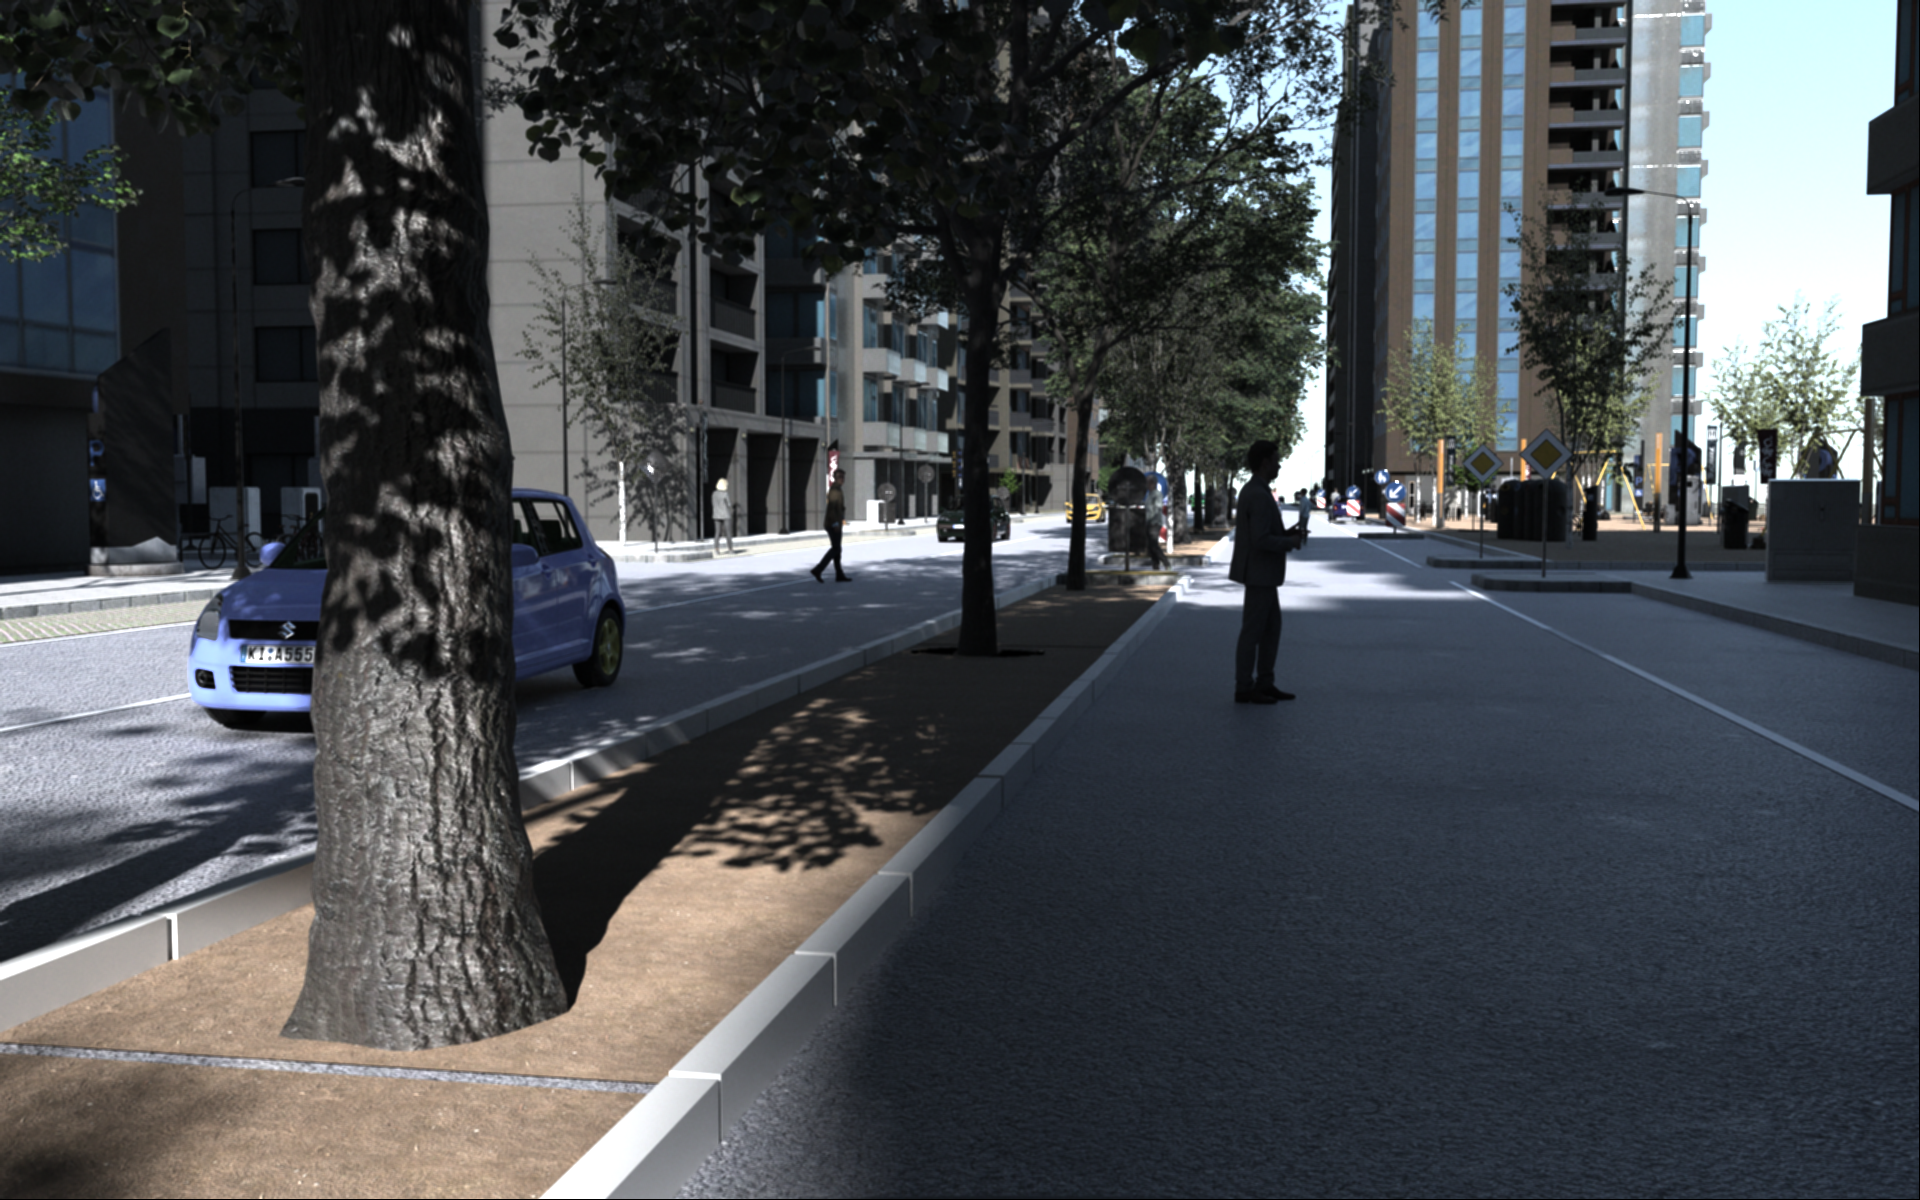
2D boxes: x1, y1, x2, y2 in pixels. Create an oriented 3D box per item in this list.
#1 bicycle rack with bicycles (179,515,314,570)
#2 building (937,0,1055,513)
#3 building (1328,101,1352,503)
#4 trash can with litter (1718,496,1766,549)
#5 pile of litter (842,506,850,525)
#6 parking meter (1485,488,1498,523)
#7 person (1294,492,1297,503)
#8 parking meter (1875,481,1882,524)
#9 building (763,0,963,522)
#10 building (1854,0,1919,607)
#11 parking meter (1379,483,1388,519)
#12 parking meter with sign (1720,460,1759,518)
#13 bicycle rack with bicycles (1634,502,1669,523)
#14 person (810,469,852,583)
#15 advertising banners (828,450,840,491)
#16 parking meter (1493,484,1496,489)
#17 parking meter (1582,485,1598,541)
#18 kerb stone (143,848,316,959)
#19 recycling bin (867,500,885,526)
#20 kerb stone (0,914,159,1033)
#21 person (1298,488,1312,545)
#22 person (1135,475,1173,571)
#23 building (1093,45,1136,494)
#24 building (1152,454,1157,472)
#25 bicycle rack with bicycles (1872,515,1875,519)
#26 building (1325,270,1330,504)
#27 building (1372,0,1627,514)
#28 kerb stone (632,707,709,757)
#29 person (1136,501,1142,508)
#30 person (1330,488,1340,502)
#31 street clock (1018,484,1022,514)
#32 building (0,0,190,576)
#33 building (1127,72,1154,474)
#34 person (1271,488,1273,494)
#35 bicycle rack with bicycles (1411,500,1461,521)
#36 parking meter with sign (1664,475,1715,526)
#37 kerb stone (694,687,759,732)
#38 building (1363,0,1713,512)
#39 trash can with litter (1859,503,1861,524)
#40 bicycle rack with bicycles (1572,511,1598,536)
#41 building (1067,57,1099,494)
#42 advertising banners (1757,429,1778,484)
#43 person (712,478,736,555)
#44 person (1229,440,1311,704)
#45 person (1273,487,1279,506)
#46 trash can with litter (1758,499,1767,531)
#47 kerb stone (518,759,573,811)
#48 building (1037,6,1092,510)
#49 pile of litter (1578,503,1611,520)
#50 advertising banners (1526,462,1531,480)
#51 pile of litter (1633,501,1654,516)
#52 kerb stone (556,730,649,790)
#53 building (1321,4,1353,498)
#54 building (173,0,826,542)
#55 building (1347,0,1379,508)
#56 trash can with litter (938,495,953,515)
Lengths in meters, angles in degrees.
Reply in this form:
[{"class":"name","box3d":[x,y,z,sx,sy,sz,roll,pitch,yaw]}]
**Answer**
[{"class":"bicycle rack with bicycles","box3d":[-11.842,-1.003,29.786,2.852,0.926,2.925,1,4,11]},{"class":"building","box3d":[-4.907,-28.932,127.660,22.147,44.769,28.867,1,4,10]},{"class":"building","box3d":[54.613,-35.439,203.128,21.300,48.544,21.600,1,4,10]},{"class":"trash can with litter","box3d":[18.309,-1.775,40.405,1.055,1.170,0.624,0,4,3]},{"class":"pile of litter","box3d":[-5.191,-3.554,72.067,1.176,0.858,1.719,-1,4,-15]},{"class":"parking meter","box3d":[25.666,-4.624,84.021,0.372,1.533,0.369,0,3,0]},{"class":"person","box3d":[50.826,-15.517,262.217,1.348,1.822,0.705,-1,4,-14]},{"class":"parking meter","box3d":[17.785,-1.519,33.254,0.372,1.533,0.369,0,3,0]},{"class":"building","box3d":[-13.011,-28.809,90.641,23.786,49.044,30.456,1,4,10]},{"class":"building","box3d":[22.382,-9.761,4.631,27.650,21.520,28.899,1,4,10]},{"class":"parking meter","box3d":[21.643,-5.071,88.619,0.399,1.863,0.255,0,4,-3]},{"class":"parking meter with sign","box3d":[40.267,-5.704,89.513,1.738,3.016,0.543,3,5,43]},{"class":"bicycle rack with bicycles","box3d":[32.077,-3.985,78.542,2.925,0.926,2.852,0,4,-6]},{"class":"person","box3d":[-2.056,-1.207,28.138,0.836,1.842,0.656,-3,4,-37]},{"class":"advertising banners","box3d":[-5.709,-4.455,69.032,2.074,3.025,0.090,-2,4,-28]},{"class":"parking meter","box3d":[32.361,-6.084,105.179,0.255,1.863,0.399,2,4,25]},{"class":"parking meter","box3d":[17.370,-2.405,47.740,0.372,1.533,0.369,0,3,0]},{"class":"kerb stone","box3d":[-2.366,1.004,5.798,0.120,0.150,1.000,1,4,10]},{"class":"recycling bin","box3d":[-3.334,-3.444,68.869,0.722,1.027,0.722,0,4,-3]},{"class":"kerb stone","box3d":[-2.557,1.065,4.787,0.120,0.150,1.000,1,4,10]},{"class":"person","box3d":[9.662,-2.347,48.688,0.589,1.601,0.330,-3,5,-41]},{"class":"person","box3d":[3.352,-1.281,29.933,0.515,1.767,0.782,-1,4,-13]},{"class":"building","box3d":[6.766,-38.014,210.762,28.713,52.752,27.495,1,4,10]},{"class":"building","box3d":[22.129,-37.231,258.833,14.600,45.320,14.200,1,4,10]},{"class":"bicycle rack with bicycles","box3d":[31.333,-2.641,56.568,2.925,0.926,2.852,1,4,13]},{"class":"building","box3d":[53.967,-27.535,221.895,14.160,30.474,14.107,1,4,10]},{"class":"building","box3d":[35.167,-28.426,114.882,14.600,45.320,14.200,1,4,10]},{"class":"kerb stone","box3d":[-1.655,0.756,9.832,0.120,0.150,1.000,1,4,10]},{"class":"person","box3d":[10.675,-5.744,102.637,0.478,1.798,0.641,-2,4,-27]},{"class":"person","box3d":[22.873,-5.916,105.431,0.606,1.804,0.583,2,4,29]},{"class":"street clock","box3d":[3.921,-6.593,112.358,0.358,2.002,0.471,0,4,-5]},{"class":"building","box3d":[-21.987,-22.883,24.251,14.200,45.320,14.600,1,4,10]},{"class":"building","box3d":[15.066,-42.570,238.024,21.231,58.520,28.212,1,4,10]},{"class":"person","box3d":[14.739,-4.446,82.202,0.522,1.701,0.512,0,4,-8]},{"class":"bicycle rack with bicycles","box3d":[23.047,-4.297,83.631,2.852,0.926,2.925,1,4,16]},{"class":"parking meter with sign","box3d":[29.289,-4.486,69.607,1.738,3.016,0.543,1,4,13]},{"class":"kerb stone","box3d":[-1.475,0.695,10.839,0.120,0.150,1.000,1,4,10]},{"class":"building","box3d":[44.498,-31.568,135.748,23.786,49.044,30.456,1,4,10]},{"class":"trash can with litter","box3d":[27.403,-2.554,53.147,1.055,1.170,0.624,-3,5,-40]},{"class":"bicycle rack with bicycles","box3d":[18.213,-2.457,53.557,2.925,0.926,2.852,0,4,4]},{"class":"building","box3d":[6.003,-31.702,168.433,14.600,45.320,14.200,1,4,10]},{"class":"advertising banners","box3d":[22.317,-3.056,46.155,2.074,3.025,0.090,2,4,30]},{"class":"person","box3d":[-5.582,-1.961,40.754,0.537,1.800,0.526,3,4,38]},{"class":"person","box3d":[2.145,-0.194,11.877,0.583,1.804,0.606,0,4,-2]},{"class":"person","box3d":[18.278,-5.611,100.250,0.388,1.821,0.555,2,4,32]},{"class":"trash can with litter","box3d":[28.684,-2.999,60.086,2.233,1.210,1.678,0,4,3]},{"class":"kerb stone","box3d":[-2.013,0.879,7.816,0.120,0.150,1.000,1,4,10]},{"class":"building","box3d":[0.971,-43.586,150.891,20.563,71.187,20.611,1,4,10]},{"class":"pile of litter","box3d":[31.067,-4.329,84.742,1.719,0.858,1.176,0,4,5]},{"class":"advertising banners","box3d":[30.658,-5.830,91.509,2.074,3.025,0.090,3,4,37]},{"class":"pile of litter","box3d":[40.828,-5.424,102.642,1.176,0.858,1.719,-3,5,-43]},{"class":"kerb stone","box3d":[-1.833,0.821,8.823,0.120,0.150,1.000,1,4,10]},{"class":"building","box3d":[63.751,-49.754,251.721,20.563,71.187,20.611,1,4,10]},{"class":"building","box3d":[-15.588,-37.809,56.427,20.563,71.187,20.611,1,4,10]},{"class":"building","box3d":[48.005,-38.115,165.181,21.231,58.520,28.212,1,4,10]},{"class":"trash can with litter","box3d":[-0.657,-5.958,108.475,1.678,1.210,2.233,-2,4,-24]}]
